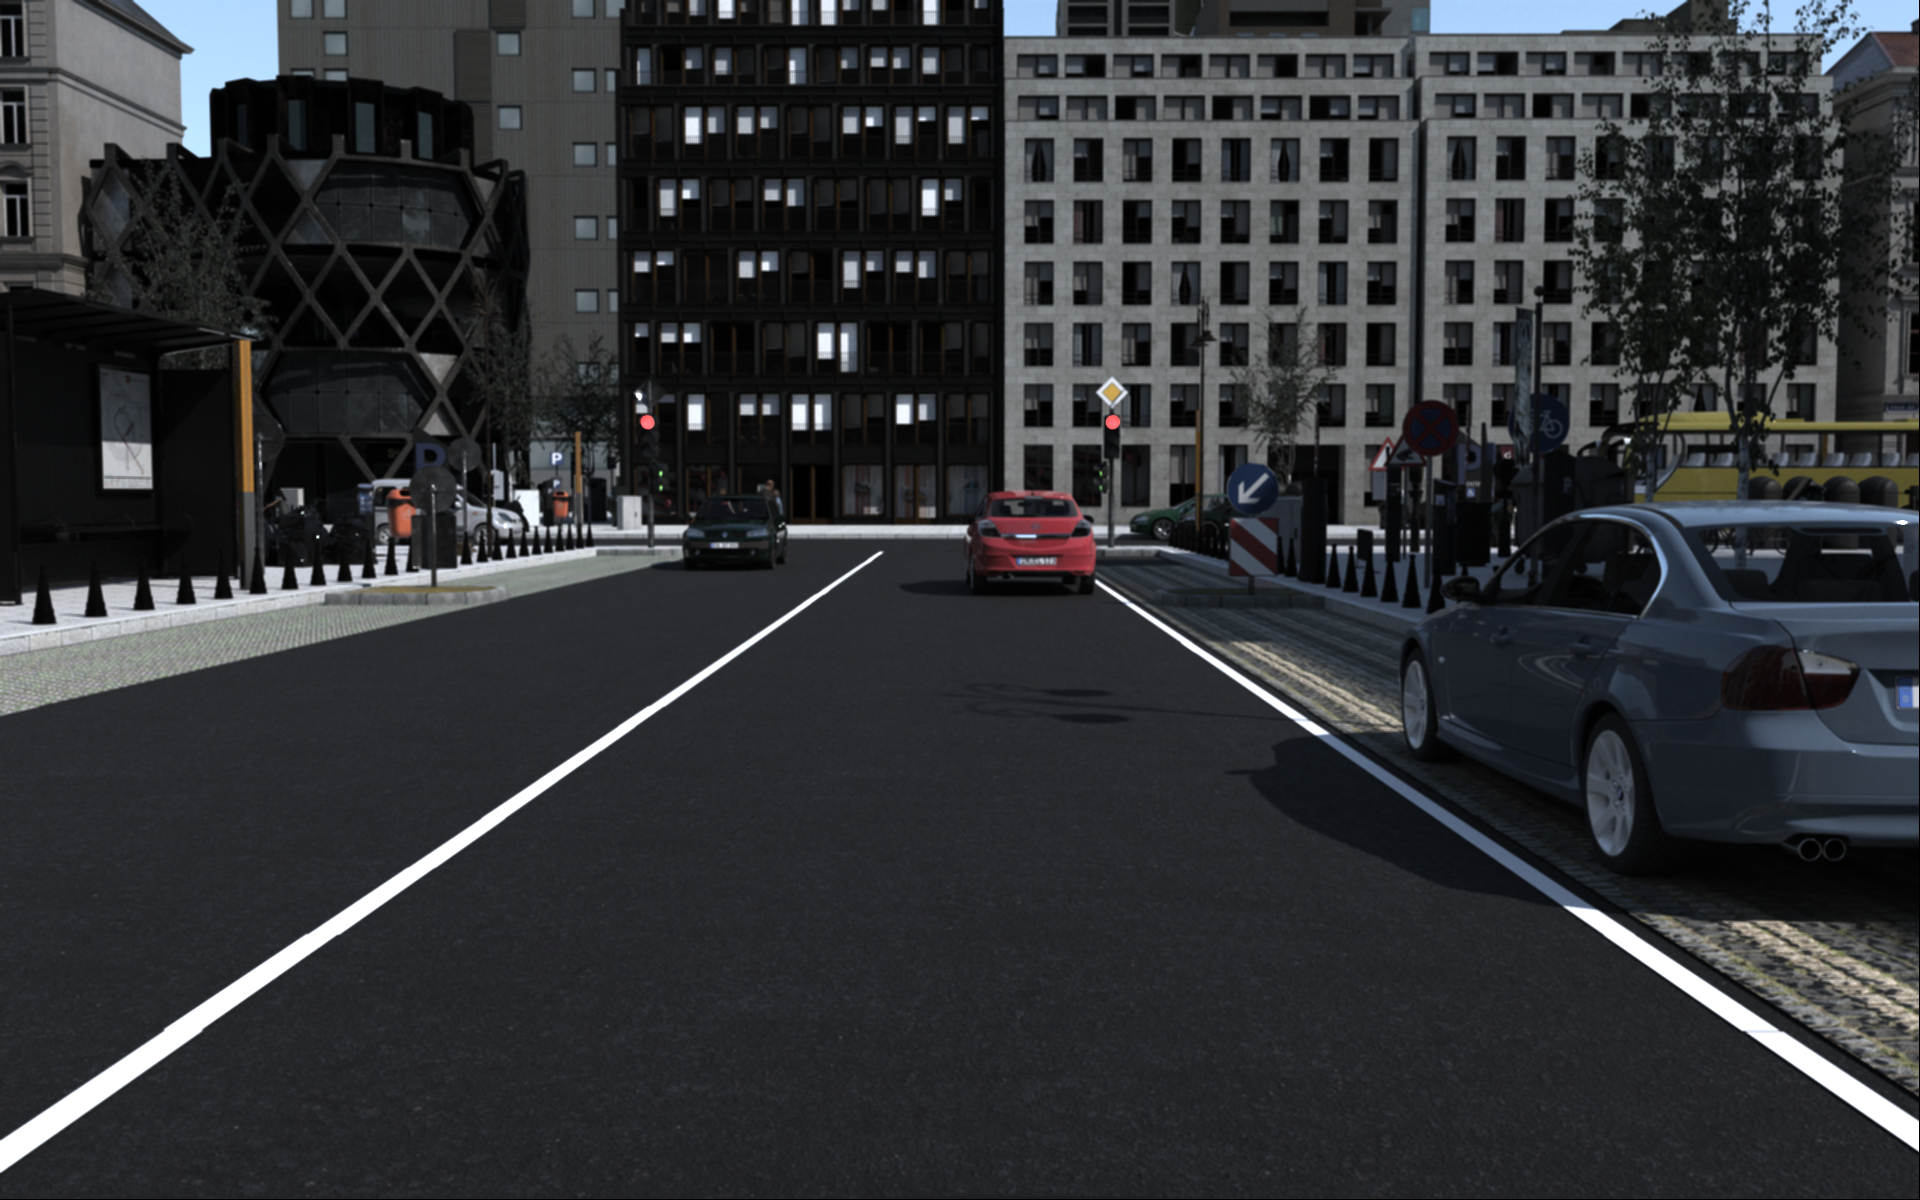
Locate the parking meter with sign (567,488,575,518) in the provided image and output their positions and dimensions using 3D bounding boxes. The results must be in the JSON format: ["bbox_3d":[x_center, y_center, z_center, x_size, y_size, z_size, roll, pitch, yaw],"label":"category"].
[{"bbox_3d":[-20.913,-6.027,94.797,1.738,3.016,0.543,-1,4,-18],"label":"parking meter with sign"}]

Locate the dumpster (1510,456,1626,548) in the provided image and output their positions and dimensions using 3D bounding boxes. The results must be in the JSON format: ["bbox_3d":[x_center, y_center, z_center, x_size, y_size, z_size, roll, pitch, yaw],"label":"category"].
[{"bbox_3d":[9.467,-1.298,26.977,1.264,1.857,1.865,0,3,0],"label":"dumpster"}]

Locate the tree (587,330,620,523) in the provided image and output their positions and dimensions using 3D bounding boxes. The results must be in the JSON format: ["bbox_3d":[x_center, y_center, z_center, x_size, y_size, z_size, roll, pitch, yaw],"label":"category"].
[{"bbox_3d":[-16.727,-7.737,76.864,4.360,8.622,3.978,0,3,0],"label":"tree"}]

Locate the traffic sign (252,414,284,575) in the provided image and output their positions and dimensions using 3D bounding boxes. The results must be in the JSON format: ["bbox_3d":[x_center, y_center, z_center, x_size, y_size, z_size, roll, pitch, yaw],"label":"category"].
[{"bbox_3d":[-11.089,-1.672,27.444,0.768,2.556,0.104,0,4,3],"label":"traffic sign"}]

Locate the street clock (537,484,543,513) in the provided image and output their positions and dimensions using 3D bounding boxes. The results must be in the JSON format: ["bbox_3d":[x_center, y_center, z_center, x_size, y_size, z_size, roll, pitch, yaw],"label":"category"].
[{"bbox_3d":[-28.794,-6.999,118.997,0.471,2.002,0.358,-2,4,-24],"label":"street clock"}]

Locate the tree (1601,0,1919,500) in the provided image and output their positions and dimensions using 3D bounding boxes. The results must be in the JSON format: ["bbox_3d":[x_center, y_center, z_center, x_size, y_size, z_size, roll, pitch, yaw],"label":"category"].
[{"bbox_3d":[10.743,-4.445,23.035,4.360,8.622,3.978,0,3,0],"label":"tree"}]

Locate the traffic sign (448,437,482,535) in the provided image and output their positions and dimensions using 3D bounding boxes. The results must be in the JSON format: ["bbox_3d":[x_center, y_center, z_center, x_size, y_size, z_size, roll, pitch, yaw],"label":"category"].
[{"bbox_3d":[-11.110,-2.369,38.847,0.768,2.556,0.104,0,4,1],"label":"traffic sign"}]

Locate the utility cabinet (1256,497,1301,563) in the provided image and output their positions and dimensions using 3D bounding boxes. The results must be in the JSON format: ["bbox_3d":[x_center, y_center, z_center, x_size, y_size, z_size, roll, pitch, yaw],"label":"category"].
[{"bbox_3d":[6.013,-1.281,32.104,1.020,1.237,0.306,0,4,4],"label":"utility cabinet"}]

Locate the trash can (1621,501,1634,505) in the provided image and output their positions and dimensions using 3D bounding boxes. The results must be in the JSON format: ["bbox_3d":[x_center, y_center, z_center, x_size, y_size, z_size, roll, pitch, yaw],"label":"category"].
[{"bbox_3d":[13.163,-1.421,34.893,0.748,1.137,0.748,0,3,0],"label":"trash can"}]

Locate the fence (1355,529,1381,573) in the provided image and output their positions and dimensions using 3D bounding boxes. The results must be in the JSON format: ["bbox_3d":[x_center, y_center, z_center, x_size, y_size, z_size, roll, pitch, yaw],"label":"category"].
[{"bbox_3d":[6.796,-0.839,29.089,0.278,0.683,2.069,0,4,6],"label":"fence"}]

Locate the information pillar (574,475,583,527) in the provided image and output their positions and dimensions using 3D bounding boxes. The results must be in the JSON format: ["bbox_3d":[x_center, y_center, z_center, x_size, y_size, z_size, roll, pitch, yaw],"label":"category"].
[{"bbox_3d":[-14.934,-3.873,67.822,0.304,2.012,0.304,0,4,-6],"label":"information pillar"}]

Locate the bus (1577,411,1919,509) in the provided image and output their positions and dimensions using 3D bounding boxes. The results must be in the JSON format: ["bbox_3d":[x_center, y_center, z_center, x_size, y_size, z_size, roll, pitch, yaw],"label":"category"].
[{"bbox_3d":[25.219,-3.712,52.233,12.252,3.916,2.896,0,4,2],"label":"bus"}]

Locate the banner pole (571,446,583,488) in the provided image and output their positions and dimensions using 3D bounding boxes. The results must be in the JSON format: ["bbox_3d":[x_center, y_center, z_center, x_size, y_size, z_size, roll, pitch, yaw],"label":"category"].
[{"bbox_3d":[-19.994,-6.157,90.688,0.863,3.779,0.401,1,4,9],"label":"banner pole"}]

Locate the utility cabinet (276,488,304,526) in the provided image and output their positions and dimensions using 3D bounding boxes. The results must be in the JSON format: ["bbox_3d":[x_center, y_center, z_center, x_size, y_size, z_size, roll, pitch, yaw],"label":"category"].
[{"bbox_3d":[-26.185,-3.607,67.649,1.173,1.500,0.318,2,4,25],"label":"utility cabinet"}]

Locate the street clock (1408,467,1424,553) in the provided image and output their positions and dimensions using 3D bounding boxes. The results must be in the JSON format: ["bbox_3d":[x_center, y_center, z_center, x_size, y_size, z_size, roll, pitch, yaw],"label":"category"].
[{"bbox_3d":[9.997,-2.045,38.009,0.358,2.002,0.471,2,4,25],"label":"street clock"}]

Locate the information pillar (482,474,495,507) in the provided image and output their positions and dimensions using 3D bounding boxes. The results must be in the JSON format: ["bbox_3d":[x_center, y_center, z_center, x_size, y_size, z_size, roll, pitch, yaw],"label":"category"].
[{"bbox_3d":[-17.621,-3.686,64.764,0.304,2.012,0.304,2,4,33],"label":"information pillar"}]

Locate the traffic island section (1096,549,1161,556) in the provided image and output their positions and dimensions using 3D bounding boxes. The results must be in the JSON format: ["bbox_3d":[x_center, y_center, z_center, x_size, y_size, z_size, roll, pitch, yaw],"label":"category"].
[{"bbox_3d":[3.633,-1.168,41.386,2.009,0.180,2.903,0,4,0],"label":"traffic island section"}]

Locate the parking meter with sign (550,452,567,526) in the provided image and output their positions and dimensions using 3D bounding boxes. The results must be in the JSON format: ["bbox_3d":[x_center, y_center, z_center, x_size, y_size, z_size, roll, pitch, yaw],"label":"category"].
[{"bbox_3d":[-16.587,-4.581,71.156,0.543,3.016,1.738,-1,4,-10],"label":"parking meter with sign"}]

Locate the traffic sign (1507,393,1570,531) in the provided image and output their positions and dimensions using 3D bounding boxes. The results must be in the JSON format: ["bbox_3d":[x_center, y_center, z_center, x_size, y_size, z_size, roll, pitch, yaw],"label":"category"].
[{"bbox_3d":[7.288,-1.333,21.902,0.768,2.556,0.104,0,4,4],"label":"traffic sign"}]

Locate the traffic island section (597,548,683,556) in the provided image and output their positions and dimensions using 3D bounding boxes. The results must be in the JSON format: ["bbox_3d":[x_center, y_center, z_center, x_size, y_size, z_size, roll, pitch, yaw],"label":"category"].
[{"bbox_3d":[-7.408,-1.171,41.429,2.009,0.180,2.903,0,4,0],"label":"traffic island section"}]

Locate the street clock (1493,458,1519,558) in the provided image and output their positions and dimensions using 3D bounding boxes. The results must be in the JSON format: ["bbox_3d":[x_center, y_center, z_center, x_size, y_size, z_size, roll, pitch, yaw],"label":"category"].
[{"bbox_3d":[11.038,-1.865,35.058,0.471,2.002,0.358,-1,4,-17],"label":"street clock"}]

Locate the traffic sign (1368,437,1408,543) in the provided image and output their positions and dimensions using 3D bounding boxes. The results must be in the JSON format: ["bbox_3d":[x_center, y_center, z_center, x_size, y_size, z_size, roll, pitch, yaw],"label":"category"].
[{"bbox_3d":[9.684,-2.402,39.278,0.884,2.594,0.081,0,4,5],"label":"traffic sign"}]

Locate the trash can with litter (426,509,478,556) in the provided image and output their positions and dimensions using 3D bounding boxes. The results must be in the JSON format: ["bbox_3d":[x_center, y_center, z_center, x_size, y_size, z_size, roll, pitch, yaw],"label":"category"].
[{"bbox_3d":[-10.651,-1.521,36.262,1.055,1.170,0.624,0,4,2],"label":"trash can with litter"}]

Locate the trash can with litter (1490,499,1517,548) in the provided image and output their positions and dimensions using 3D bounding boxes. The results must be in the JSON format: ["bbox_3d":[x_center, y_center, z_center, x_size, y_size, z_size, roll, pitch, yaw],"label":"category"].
[{"bbox_3d":[12.730,-1.834,41.377,1.055,1.170,0.624,-1,4,-19],"label":"trash can with litter"}]

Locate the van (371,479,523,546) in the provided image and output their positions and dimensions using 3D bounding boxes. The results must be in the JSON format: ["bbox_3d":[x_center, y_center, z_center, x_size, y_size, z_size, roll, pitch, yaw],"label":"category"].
[{"bbox_3d":[-14.072,-2.470,47.391,4.112,2.044,2.013,0,4,1],"label":"van"}]

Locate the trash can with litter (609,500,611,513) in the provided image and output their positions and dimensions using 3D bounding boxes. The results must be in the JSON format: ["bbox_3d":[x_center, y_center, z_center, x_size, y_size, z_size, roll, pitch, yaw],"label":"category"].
[{"bbox_3d":[-22.627,-6.261,113.752,0.624,1.170,1.055,-2,4,-33],"label":"trash can with litter"}]

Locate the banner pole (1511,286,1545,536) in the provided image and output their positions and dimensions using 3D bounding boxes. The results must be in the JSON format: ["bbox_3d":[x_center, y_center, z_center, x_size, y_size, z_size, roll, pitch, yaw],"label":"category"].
[{"bbox_3d":[6.806,-1.880,20.756,0.401,3.779,0.863,3,5,42],"label":"banner pole"}]

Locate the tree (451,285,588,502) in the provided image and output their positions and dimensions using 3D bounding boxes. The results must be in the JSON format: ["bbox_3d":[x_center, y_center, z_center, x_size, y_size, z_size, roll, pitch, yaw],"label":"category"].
[{"bbox_3d":[-15.916,-6.832,62.069,4.360,8.622,3.978,0,3,0],"label":"tree"}]

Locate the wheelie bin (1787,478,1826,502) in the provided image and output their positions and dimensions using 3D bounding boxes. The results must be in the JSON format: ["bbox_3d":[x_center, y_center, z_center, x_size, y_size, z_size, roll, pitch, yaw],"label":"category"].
[{"bbox_3d":[16.563,-1.591,33.914,0.693,1.594,0.980,1,4,15],"label":"wheelie bin"}]

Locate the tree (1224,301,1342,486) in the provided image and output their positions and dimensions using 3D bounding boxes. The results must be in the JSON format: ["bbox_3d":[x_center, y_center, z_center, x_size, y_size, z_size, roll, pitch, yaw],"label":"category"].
[{"bbox_3d":[12.221,-7.040,65.474,4.360,8.622,3.978,0,3,0],"label":"tree"}]

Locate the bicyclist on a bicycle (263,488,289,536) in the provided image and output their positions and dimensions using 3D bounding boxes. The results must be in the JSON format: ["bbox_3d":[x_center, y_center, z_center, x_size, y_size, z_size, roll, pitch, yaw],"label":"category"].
[{"bbox_3d":[-20.262,-2.529,51.366,1.625,1.676,1.499,0,4,2],"label":"bicyclist on a bicycle"}]

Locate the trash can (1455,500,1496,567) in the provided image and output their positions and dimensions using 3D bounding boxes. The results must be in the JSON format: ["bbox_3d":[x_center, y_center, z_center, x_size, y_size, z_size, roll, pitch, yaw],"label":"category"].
[{"bbox_3d":[9.110,-1.168,30.757,0.748,1.137,0.748,0,3,0],"label":"trash can"}]

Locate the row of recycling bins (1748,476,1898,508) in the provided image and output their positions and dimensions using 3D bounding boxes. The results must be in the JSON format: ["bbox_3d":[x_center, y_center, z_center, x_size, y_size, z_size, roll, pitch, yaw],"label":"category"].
[{"bbox_3d":[20.010,-2.030,40.299,3.534,1.692,1.069,0,4,-1],"label":"row of recycling bins"}]

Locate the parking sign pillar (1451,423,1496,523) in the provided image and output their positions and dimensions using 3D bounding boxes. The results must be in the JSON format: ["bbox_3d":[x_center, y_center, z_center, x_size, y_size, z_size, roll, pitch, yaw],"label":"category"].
[{"bbox_3d":[19.885,-4.847,67.723,1.447,3.967,1.447,-1,4,-11],"label":"parking sign pillar"}]

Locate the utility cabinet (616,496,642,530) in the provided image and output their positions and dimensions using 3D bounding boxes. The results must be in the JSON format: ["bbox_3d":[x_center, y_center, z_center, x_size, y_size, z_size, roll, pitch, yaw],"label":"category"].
[{"bbox_3d":[-11.771,-3.090,61.685,0.306,1.237,1.020,2,4,30],"label":"utility cabinet"}]

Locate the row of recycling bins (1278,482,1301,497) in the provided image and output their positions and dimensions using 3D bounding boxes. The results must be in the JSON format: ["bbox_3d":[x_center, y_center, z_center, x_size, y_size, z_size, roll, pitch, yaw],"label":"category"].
[{"bbox_3d":[10.416,-3.126,58.224,1.069,1.692,3.534,-2,4,-29],"label":"row of recycling bins"}]

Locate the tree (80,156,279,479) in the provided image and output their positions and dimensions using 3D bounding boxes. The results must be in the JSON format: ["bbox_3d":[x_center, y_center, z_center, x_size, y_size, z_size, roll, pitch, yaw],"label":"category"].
[{"bbox_3d":[-16.864,-5.352,37.875,4.360,8.622,3.978,0,3,0],"label":"tree"}]

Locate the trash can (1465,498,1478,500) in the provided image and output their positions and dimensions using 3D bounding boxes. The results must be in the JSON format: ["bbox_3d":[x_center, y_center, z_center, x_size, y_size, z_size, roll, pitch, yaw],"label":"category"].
[{"bbox_3d":[18.765,-3.205,64.053,0.748,1.137,0.748,0,3,0],"label":"trash can"}]

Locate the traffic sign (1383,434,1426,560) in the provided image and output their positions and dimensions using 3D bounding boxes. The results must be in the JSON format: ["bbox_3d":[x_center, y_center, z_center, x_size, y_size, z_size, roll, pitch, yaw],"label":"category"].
[{"bbox_3d":[8.705,-2.071,33.861,0.884,2.594,0.081,0,4,1],"label":"traffic sign"}]

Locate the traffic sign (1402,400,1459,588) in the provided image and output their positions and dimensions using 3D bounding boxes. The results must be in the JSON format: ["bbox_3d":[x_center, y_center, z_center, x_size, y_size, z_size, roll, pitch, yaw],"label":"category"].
[{"bbox_3d":[6.376,-1.434,23.555,0.768,2.556,0.104,0,4,2],"label":"traffic sign"}]

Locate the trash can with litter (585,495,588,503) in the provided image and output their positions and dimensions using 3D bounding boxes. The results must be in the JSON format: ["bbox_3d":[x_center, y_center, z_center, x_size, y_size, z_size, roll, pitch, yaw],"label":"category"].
[{"bbox_3d":[-24.485,-6.329,114.540,2.233,1.210,1.678,1,4,13],"label":"trash can with litter"}]

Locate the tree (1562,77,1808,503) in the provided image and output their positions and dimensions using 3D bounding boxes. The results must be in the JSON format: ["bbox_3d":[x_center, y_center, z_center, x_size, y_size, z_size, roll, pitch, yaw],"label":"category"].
[{"bbox_3d":[12.887,-4.973,31.665,4.737,8.622,4.395,0,3,0],"label":"tree"}]

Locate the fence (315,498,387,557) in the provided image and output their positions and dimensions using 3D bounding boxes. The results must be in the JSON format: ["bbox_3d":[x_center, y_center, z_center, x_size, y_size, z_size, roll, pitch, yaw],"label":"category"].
[{"bbox_3d":[-12.856,-1.529,36.199,2.264,1.192,0.480,3,4,37],"label":"fence"}]

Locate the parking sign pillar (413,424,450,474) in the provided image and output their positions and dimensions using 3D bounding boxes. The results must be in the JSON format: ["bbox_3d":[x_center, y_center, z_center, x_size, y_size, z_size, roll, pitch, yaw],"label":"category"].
[{"bbox_3d":[-20.180,-4.750,66.140,1.447,3.967,1.447,-1,4,-21],"label":"parking sign pillar"}]

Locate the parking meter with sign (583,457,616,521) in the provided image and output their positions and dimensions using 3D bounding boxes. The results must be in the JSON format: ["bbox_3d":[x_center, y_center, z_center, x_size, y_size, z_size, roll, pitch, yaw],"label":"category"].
[{"bbox_3d":[-17.010,-5.214,81.502,1.738,3.016,0.543,2,4,30],"label":"parking meter with sign"}]

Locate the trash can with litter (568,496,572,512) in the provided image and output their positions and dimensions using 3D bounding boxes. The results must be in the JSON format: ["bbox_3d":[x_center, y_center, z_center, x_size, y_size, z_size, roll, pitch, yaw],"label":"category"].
[{"bbox_3d":[-27.722,-6.800,122.559,0.624,1.170,1.055,-1,4,-14],"label":"trash can with litter"}]

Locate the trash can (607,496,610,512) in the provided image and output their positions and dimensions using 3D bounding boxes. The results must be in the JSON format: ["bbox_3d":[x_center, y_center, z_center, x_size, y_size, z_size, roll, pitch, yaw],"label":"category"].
[{"bbox_3d":[-24.637,-6.776,122.438,0.748,1.137,0.748,0,3,0],"label":"trash can"}]
